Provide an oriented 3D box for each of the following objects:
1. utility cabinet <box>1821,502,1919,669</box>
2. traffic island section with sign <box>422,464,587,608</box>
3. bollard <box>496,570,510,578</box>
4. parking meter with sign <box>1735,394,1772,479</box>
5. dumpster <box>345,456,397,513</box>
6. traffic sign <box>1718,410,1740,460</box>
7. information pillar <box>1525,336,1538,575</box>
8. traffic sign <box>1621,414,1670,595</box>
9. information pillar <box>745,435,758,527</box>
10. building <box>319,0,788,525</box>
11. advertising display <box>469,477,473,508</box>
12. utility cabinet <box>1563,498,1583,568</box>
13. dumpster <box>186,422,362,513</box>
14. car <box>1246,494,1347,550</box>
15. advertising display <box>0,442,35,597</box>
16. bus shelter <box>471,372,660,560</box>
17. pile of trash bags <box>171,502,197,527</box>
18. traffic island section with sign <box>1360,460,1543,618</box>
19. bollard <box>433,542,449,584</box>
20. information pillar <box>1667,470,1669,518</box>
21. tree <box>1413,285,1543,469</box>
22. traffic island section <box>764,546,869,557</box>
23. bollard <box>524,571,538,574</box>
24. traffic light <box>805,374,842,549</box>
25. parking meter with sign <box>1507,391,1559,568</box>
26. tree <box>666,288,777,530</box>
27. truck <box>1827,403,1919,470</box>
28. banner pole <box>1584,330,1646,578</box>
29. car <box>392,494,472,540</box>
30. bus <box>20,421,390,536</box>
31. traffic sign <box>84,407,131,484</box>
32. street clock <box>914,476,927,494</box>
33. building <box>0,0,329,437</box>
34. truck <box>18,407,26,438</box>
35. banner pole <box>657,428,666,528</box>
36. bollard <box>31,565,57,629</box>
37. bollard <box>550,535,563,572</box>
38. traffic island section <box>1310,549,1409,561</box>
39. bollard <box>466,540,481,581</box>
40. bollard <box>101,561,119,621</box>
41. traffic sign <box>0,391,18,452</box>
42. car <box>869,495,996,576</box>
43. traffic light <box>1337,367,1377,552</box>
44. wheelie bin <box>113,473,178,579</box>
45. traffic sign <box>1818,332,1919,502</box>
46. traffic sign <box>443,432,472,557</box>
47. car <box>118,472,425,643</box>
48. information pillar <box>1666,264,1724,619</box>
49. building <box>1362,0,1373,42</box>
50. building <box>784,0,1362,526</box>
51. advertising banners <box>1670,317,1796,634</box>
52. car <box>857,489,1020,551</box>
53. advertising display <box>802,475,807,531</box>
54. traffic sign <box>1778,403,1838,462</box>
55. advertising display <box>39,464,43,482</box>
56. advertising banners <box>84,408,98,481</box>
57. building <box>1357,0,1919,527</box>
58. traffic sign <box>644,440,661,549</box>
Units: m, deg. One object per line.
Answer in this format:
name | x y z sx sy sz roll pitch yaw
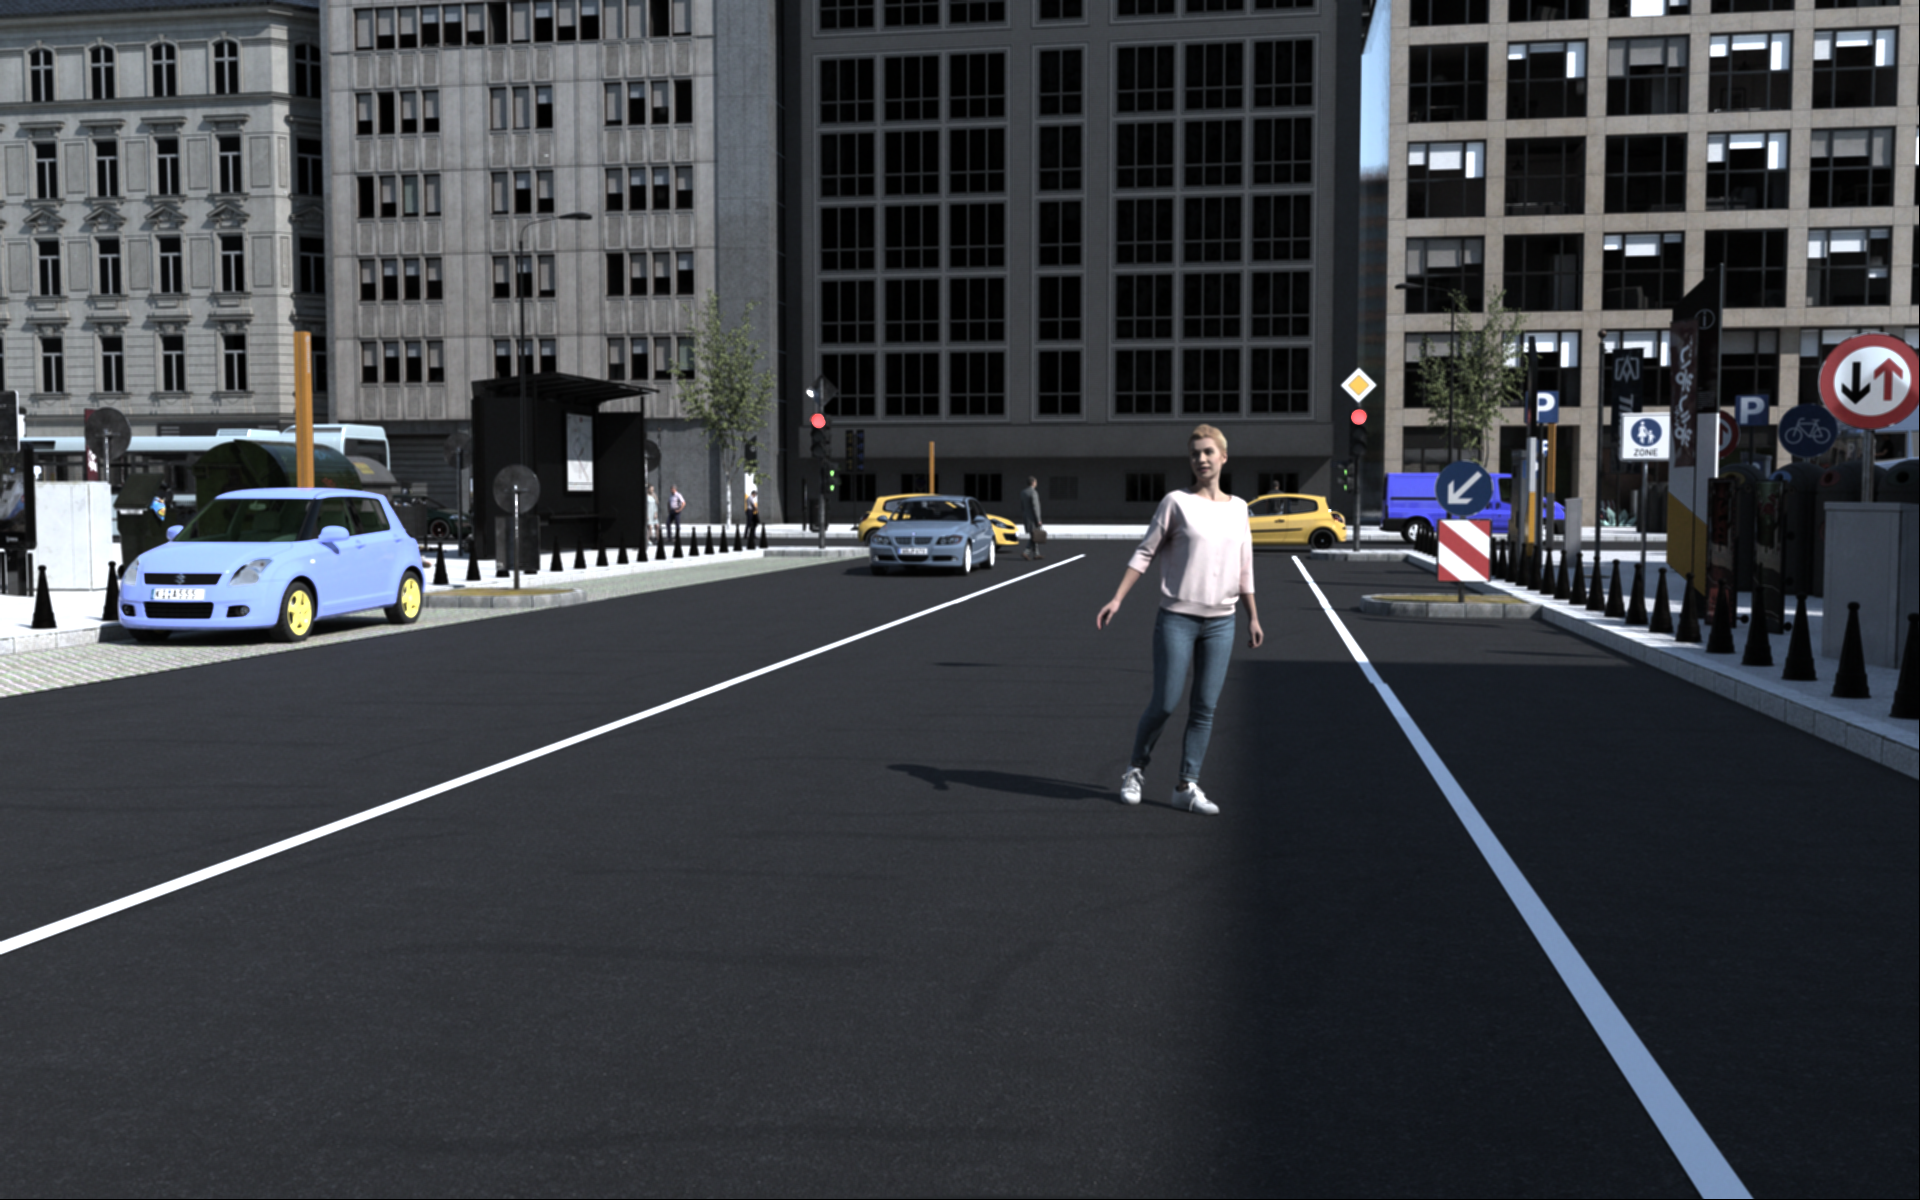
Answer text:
utility cabinet | 6.966 -0.121 13.145 0.306 1.237 1.020 0 4 -3
traffic island section with sign | -5.977 -0.850 22.525 1.989 1.847 2.006 1 4 10
bollard | -7.053 -0.652 26.696 0.229 0.601 0.229 0 3 0
parking meter with sign | 14.350 -2.136 31.180 0.543 3.016 1.738 2 4 32
dumpster | -9.442 -1.237 25.992 1.264 1.857 1.865 1 4 10
traffic sign | 11.296 -1.588 26.077 0.768 2.556 0.104 1 4 15
information pillar | 8.398 -2.087 25.473 0.183 3.616 0.504 1 4 11
traffic sign | 8.666 -1.211 21.933 0.606 2.300 0.079 1 4 18
information pillar | -8.220 -4.699 68.177 0.504 3.616 0.183 -2 4 -25
building | -16.683 -15.971 79.146 19.932 24.808 12.078 1 4 10
advertising display | -17.709 -3.602 64.102 0.974 1.923 0.123 1 4 22
utility cabinet | 10.811 -1.188 30.588 0.306 1.237 1.020 1 4 19
dumpster | -9.211 -1.274 23.320 1.502 2.255 1.985 1 4 10
car | 7.689 -2.035 43.497 3.980 1.641 2.015 1 4 11
advertising display | -11.929 -1.018 21.859 0.974 1.923 0.123 3 5 40
bus shelter | -8.155 -2.761 36.432 1.731 3.624 6.357 1 4 10
pile of trash bags | -30.647 -3.612 68.813 1.912 1.369 3.447 -2 4 -30
traffic island section with sign | 5.917 -0.760 21.053 1.989 1.847 2.006 1 4 10
bollard | -7.397 -0.527 24.660 0.229 0.601 0.229 0 3 0
information pillar | 22.125 -3.010 53.700 0.304 2.012 0.304 2 4 30
tree | 17.996 -6.730 60.391 4.737 8.622 4.395 0 3 0
traffic island section | -3.259 -1.125 40.674 2.009 0.180 2.903 1 4 10
bollard | -6.879 -0.714 27.723 0.229 0.601 0.229 0 3 0
traffic light | -3.221 -3.157 40.533 0.839 4.253 0.868 1 4 10
parking meter with sign | 9.892 -2.071 30.122 0.543 3.016 1.738 0 4 5
tree | -8.285 -6.803 61.594 4.737 8.622 4.395 0 3 0
truck | 30.964 -3.240 42.725 18.799 4.110 2.967 1 4 11
banner pole | 9.957 -2.221 26.335 0.863 3.779 0.401 3 5 41
car | -17.284 -2.753 54.793 4.222 1.686 2.009 0 4 8
bus | -22.418 -3.223 47.551 13.247 3.499 2.948 1 4 10
traffic sign | -12.517 -1.549 25.436 0.768 2.556 0.104 1 4 11
street clock | -1.615 -4.019 70.286 0.471 2.002 0.358 -1 4 -20
building | -47.791 -19.005 87.141 44.131 29.872 17.030 1 4 10
truck | -35.886 -4.096 55.880 11.283 4.237 2.839 1 4 10
banner pole | -11.352 -4.607 65.349 0.401 3.779 0.863 0 4 -5
bollard | -8.763 -0.031 16.550 0.229 0.601 0.229 0 3 0
bollard | -6.701 -0.777 28.749 0.229 0.601 0.229 0 3 0
traffic island section | 8.861 -1.000 38.635 2.009 0.180 2.903 1 4 10
bollard | -7.220 -0.590 25.683 0.229 0.601 0.229 0 3 0
bollard | -8.590 -0.093 17.562 0.229 0.601 0.229 0 3 0
traffic sign | -9.634 -0.925 17.261 0.606 2.300 0.079 1 4 14
car | -0.438 -1.223 32.002 2.014 1.417 4.499 1 4 10
traffic light | 8.823 -3.034 38.527 0.839 4.253 0.868 1 4 10
wheelie bin | -12.209 -1.106 25.984 0.980 1.594 0.693 1 4 18
traffic sign | 7.196 -0.834 13.737 0.768 2.556 0.104 1 4 18
traffic sign | -10.266 -2.166 35.522 0.768 2.556 0.104 1 4 17
car | -6.998 -0.502 17.795 1.945 1.707 3.694 0 4 8
information pillar | 7.582 -1.621 17.854 0.504 3.616 0.183 3 5 42
building | 58.604 -48.596 232.788 20.611 71.187 20.563 1 4 10
building | 5.214 -17.325 76.767 24.014 27.812 14.314 1 4 10
advertising banners | 7.369 -1.252 16.663 0.090 3.025 2.074 -1 4 -8
car | -0.520 -1.994 42.820 3.980 1.641 2.015 1 4 11
advertising display | -5.439 -3.382 60.510 0.123 1.923 0.974 0 4 -3
traffic sign | 11.922 -1.488 24.434 0.768 2.556 0.104 1 4 15
advertising display | -19.723 -1.916 36.539 0.123 1.923 0.974 1 4 12
advertising banners | -17.874 -2.366 34.879 0.090 3.025 2.074 0 4 4
building | 35.178 -16.522 74.658 34.151 26.468 19.350 1 4 10
traffic sign | -7.357 -2.473 40.547 0.768 2.556 0.104 1 4 14
